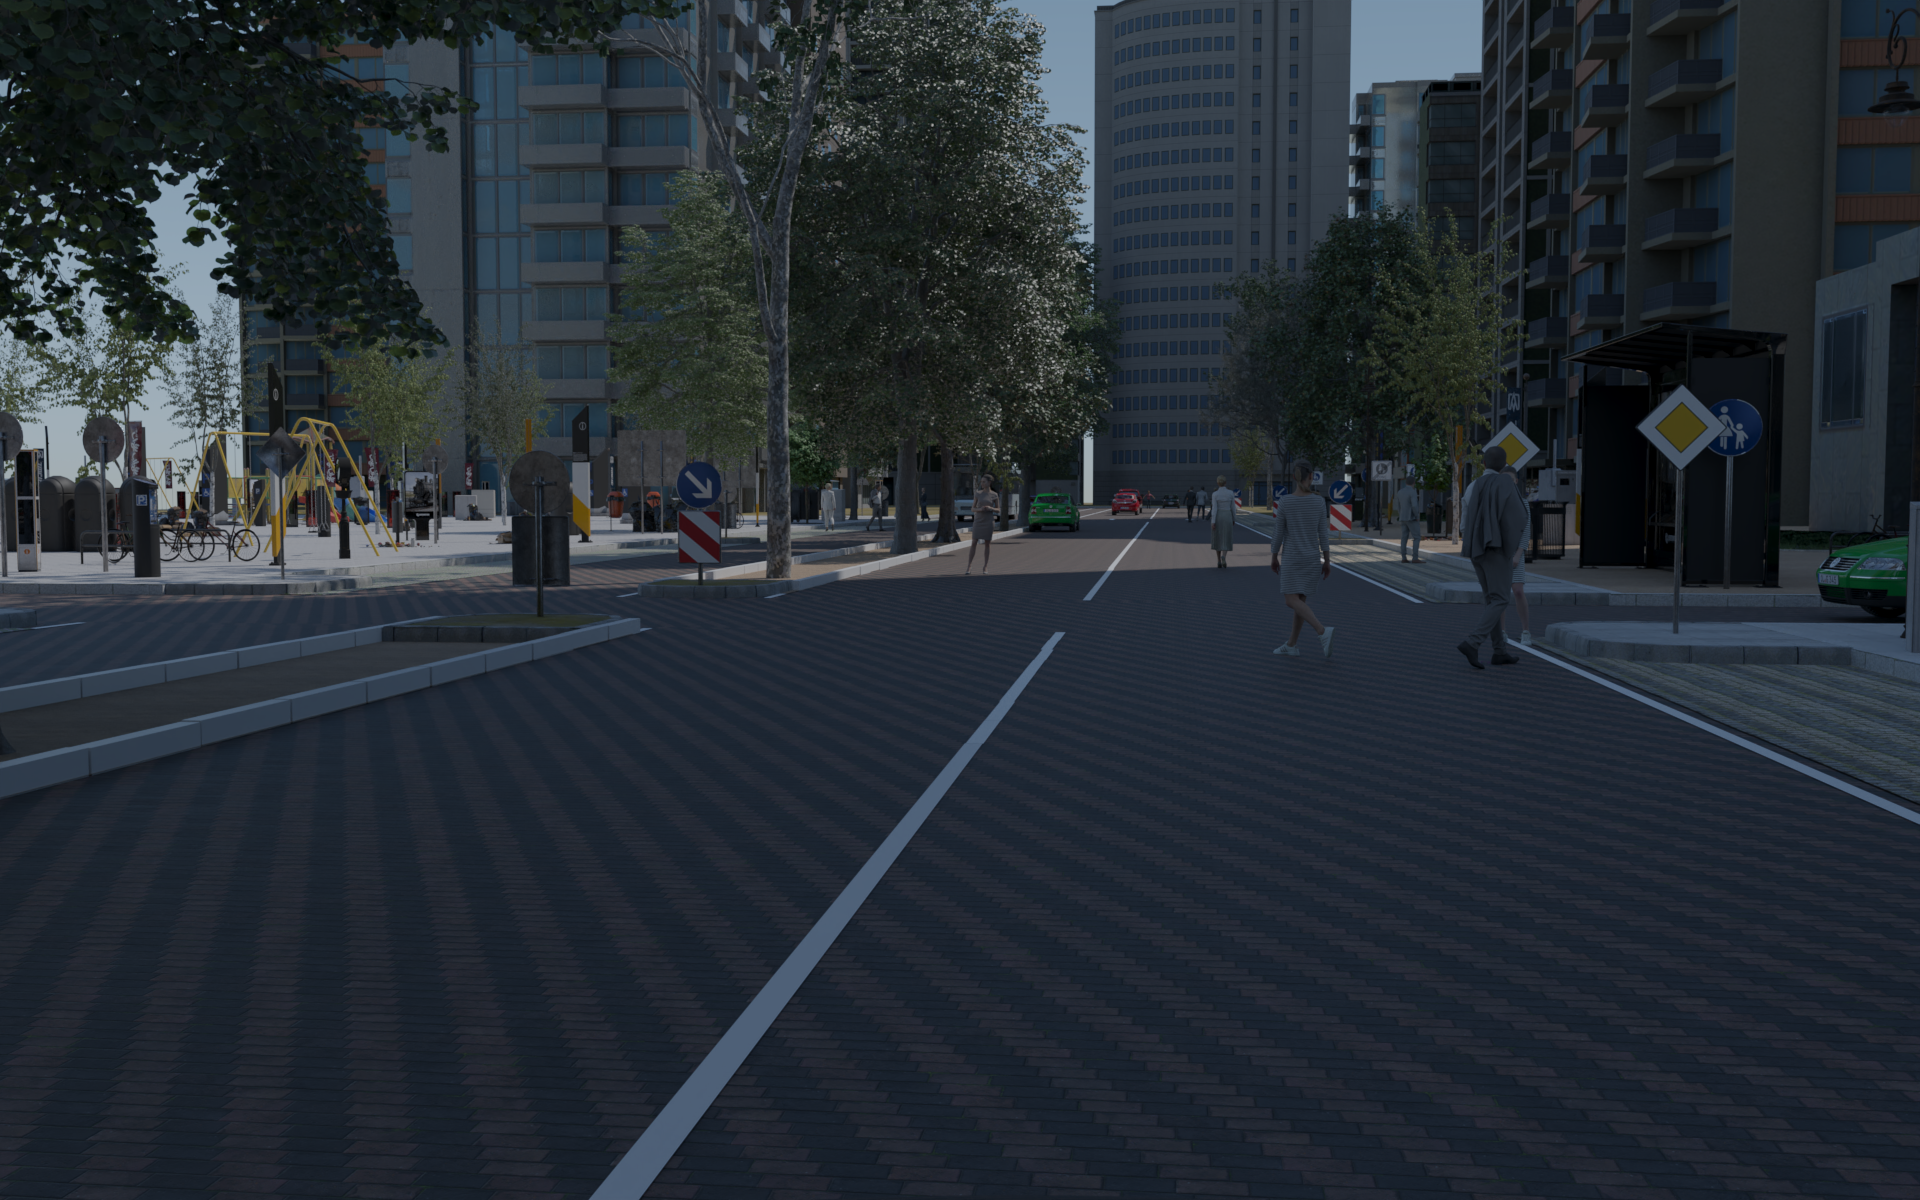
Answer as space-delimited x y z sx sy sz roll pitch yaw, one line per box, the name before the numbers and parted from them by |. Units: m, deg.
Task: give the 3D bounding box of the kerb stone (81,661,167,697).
kerb stone | -6.138 0.587 12.616 0.120 0.150 1.000 0 4 7

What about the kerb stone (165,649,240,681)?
kerb stone | -6.017 0.527 13.639 0.120 0.150 1.000 0 4 7

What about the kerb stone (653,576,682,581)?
kerb stone | -4.464 -0.256 26.375 0.120 0.150 1.000 0 4 7

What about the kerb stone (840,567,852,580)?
kerb stone | -2.013 -0.427 29.176 0.120 0.150 1.000 0 4 7

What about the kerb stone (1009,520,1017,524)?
kerb stone | 2.575 -3.800 84.361 0.120 0.150 1.000 0 4 7

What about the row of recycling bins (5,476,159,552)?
row of recycling bins | -19.690 -1.934 38.730 3.534 1.692 1.069 0 4 3

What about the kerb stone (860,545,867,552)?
kerb stone | -2.487 -1.245 42.665 0.120 0.150 1.000 0 4 7

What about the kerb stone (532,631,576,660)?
kerb stone | -3.671 0.418 15.417 0.120 0.150 1.000 0 4 7

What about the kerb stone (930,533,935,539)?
kerb stone | -1.005 -1.999 54.874 0.120 0.150 1.000 0 4 7

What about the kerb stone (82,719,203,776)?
kerb stone | -4.416 0.796 9.311 0.120 0.150 1.000 0 4 7

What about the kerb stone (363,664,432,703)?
kerb stone | -4.055 0.601 12.365 0.120 0.150 1.000 0 4 7

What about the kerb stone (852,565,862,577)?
kerb stone | -1.896 -0.489 30.191 0.120 0.150 1.000 0 4 7

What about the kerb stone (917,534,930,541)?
kerb stone | -1.128 -1.927 53.855 0.120 0.150 1.000 0 4 7

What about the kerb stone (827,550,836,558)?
kerb stone | -2.984 -0.997 38.588 0.120 0.150 1.000 0 4 7

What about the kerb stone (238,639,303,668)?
kerb stone | -5.888 0.461 14.653 0.120 0.150 1.000 0 4 7

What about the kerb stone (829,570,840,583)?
kerb stone | -2.138 -0.358 28.160 0.120 0.150 1.000 0 4 7

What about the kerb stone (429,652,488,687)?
kerb stone | -3.926 0.539 13.385 0.120 0.150 1.000 0 4 7

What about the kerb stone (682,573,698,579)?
kerb stone | -4.338 -0.313 27.392 0.120 0.150 1.000 0 4 7

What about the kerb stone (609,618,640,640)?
kerb stone | -3.433 0.295 17.461 0.120 0.150 1.000 0 4 7

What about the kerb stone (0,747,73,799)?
kerb stone | -4.540 0.854 8.296 0.120 0.150 1.000 0 4 7

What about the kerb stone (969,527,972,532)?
kerb stone | 0.232 -2.621 65.046 0.120 0.150 1.000 0 4 7

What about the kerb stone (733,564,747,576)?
kerb stone | -3.976 -0.505 30.449 0.120 0.150 1.000 0 4 7

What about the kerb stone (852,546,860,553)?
kerb stone | -2.612 -1.186 41.650 0.120 0.150 1.000 0 4 7

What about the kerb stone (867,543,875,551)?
kerb stone | -2.360 -1.310 43.682 0.120 0.150 1.000 0 4 7

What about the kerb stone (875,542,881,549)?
kerb stone | -2.239 -1.376 44.697 0.120 0.150 1.000 0 4 7

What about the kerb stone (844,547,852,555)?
kerb stone | -2.738 -1.127 40.629 0.120 0.150 1.000 0 4 7

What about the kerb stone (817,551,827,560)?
kerb stone | -3.105 -0.940 37.568 0.120 0.150 1.000 0 4 7

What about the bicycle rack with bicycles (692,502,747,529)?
bicycle rack with bicycles | -9.747 -3.065 63.494 2.925 0.926 2.852 3 4 36

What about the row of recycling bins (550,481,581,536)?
row of recycling bins | -12.463 -2.927 54.975 1.069 1.692 3.534 0 4 -7

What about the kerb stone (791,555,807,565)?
kerb stone | -3.359 -0.814 35.531 0.120 0.150 1.000 0 4 7

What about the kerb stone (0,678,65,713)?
kerb stone | -6.258 0.648 11.600 0.120 0.150 1.000 0 4 7

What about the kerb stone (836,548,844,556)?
kerb stone | -2.860 -1.065 39.609 0.120 0.150 1.000 0 4 7

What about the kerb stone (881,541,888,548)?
kerb stone | -2.116 -1.438 45.712 0.120 0.150 1.000 0 4 7

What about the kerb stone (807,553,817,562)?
kerb stone | -3.233 -0.875 36.546 0.120 0.150 1.000 0 4 7

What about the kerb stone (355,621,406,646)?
kerb stone | -5.644 0.339 16.686 0.120 0.150 1.000 0 4 7

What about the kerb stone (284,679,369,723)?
kerb stone | -4.179 0.664 11.346 0.120 0.150 1.000 0 4 7

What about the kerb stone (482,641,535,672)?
kerb stone | -3.801 0.477 14.403 0.120 0.150 1.000 0 4 7

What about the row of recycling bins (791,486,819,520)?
row of recycling bins | -8.185 -4.852 86.444 1.069 1.692 3.534 2 4 26

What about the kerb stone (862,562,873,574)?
kerb stone | -1.758 -0.551 31.204 0.120 0.150 1.000 0 4 7

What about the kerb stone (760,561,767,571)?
kerb stone | -3.724 -0.629 32.486 0.120 0.150 1.000 0 4 7

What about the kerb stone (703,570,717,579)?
kerb stone | -4.215 -0.376 28.416 0.120 0.150 1.000 0 4 7

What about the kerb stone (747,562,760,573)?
kerb stone | -3.849 -0.567 31.464 0.120 0.150 1.000 0 4 7

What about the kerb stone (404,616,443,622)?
kerb stone | -5.518 0.275 17.700 0.120 0.150 1.000 0 4 7

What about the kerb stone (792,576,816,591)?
kerb stone | -2.378 -0.240 26.123 0.120 0.150 1.000 0 4 7

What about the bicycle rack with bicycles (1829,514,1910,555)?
bicycle rack with bicycles | 16.515 -1.004 29.799 2.925 0.926 2.852 0 4 3

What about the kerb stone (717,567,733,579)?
kerb stone | -4.089 -0.441 29.434 0.120 0.150 1.000 0 4 7

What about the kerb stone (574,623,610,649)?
kerb stone | -3.561 0.355 16.436 0.120 0.150 1.000 0 4 7

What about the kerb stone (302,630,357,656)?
kerb stone | -5.767 0.403 15.668 0.120 0.150 1.000 0 4 7

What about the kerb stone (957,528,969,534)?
kerb stone | 0.104 -2.559 64.032 0.120 0.150 1.000 0 4 7

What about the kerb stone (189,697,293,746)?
kerb stone | -4.301 0.727 10.326 0.120 0.150 1.000 0 4 7

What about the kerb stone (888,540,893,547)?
kerb stone | -1.994 -1.500 46.727 0.120 0.150 1.000 0 4 7

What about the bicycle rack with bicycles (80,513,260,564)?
bicycle rack with bicycles | -15.025 -1.159 32.333 2.925 0.926 2.852 1 4 20

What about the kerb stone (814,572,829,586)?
kerb stone | -2.256 -0.303 27.144 0.120 0.150 1.000 0 4 7

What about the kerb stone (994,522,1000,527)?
kerb stone | 1.716 -3.364 77.242 0.120 0.150 1.000 0 4 7
